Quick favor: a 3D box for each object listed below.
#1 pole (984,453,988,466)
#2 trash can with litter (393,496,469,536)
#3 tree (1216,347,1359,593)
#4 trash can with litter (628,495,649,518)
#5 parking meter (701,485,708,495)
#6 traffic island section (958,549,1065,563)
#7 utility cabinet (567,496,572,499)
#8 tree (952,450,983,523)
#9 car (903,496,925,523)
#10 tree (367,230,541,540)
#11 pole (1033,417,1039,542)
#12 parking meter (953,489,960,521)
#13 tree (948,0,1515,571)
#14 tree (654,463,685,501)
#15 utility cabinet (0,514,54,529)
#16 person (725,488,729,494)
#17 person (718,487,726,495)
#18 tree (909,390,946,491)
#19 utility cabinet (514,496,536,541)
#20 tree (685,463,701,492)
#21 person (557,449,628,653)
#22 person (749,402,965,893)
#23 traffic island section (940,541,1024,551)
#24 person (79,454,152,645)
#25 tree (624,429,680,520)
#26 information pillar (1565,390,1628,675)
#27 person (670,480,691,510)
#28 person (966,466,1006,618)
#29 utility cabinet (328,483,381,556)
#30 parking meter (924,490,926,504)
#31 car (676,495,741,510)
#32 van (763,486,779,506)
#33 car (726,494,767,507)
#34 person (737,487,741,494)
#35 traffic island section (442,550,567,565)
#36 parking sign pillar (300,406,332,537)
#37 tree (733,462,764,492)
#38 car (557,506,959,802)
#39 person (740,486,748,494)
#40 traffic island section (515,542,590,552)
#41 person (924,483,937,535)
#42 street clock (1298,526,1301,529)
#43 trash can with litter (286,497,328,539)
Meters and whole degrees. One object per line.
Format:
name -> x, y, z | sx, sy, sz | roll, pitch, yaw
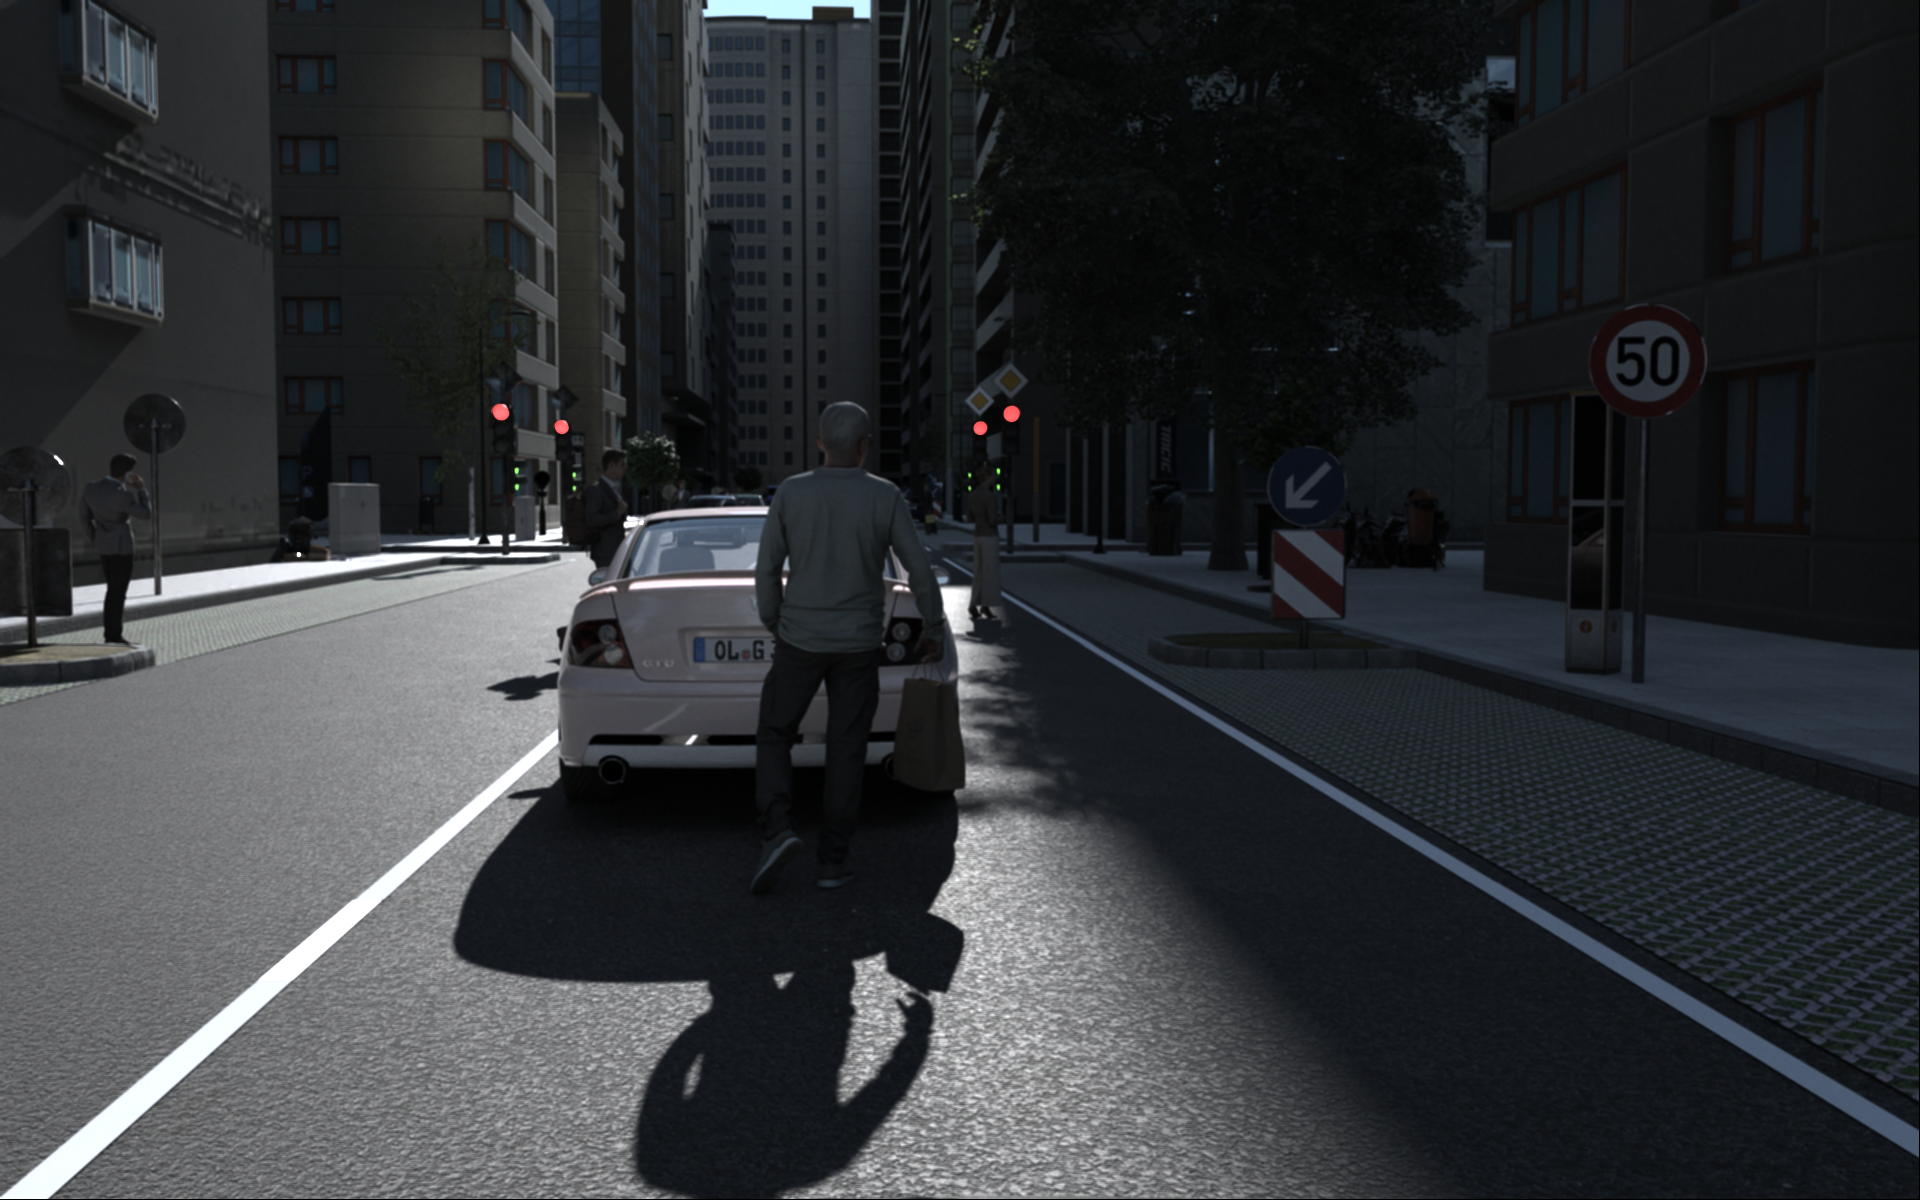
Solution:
pole -> 1.292, -5.621, 85.742 | 0.158, 3.312, 0.155 | 0, 3, 0
trash can with litter -> -16.345, -2.618, 53.858 | 2.233, 1.210, 1.678 | 1, 4, 22
tree -> 4.439, -1.723, 22.767 | 1.663, 3.219, 1.824 | 0, 3, 0
trash can with litter -> -17.364, -5.048, 93.594 | 2.233, 1.210, 1.678 | 0, 4, -3
parking meter -> -16.983, -6.693, 115.135 | 0.399, 1.863, 0.255 | 2, 4, 24
traffic island section -> 1.097, -0.911, 37.172 | 2.009, 0.180, 2.903 | 0, 4, -4
utility cabinet -> -12.929, -2.848, 57.728 | 0.306, 1.237, 1.020 | 0, 4, 6
tree -> 0.348, -5.030, 76.834 | 1.663, 3.219, 1.824 | 0, 3, 0
car -> -2.583, -4.499, 86.146 | 1.945, 1.354, 3.894 | 0, 4, -4
tree -> -13.757, -5.956, 47.738 | 4.737, 8.622, 4.395 | 0, 3, 0
pole -> 2.027, -3.190, 45.993 | 0.158, 3.312, 0.155 | 0, 3, 0
parking meter -> -0.149, -4.591, 83.474 | 0.372, 1.533, 0.369 | 0, 3, 0
tree -> 4.443, -7.477, 28.897 | 9.857, 13.997, 8.962 | 0, 3, 0
tree -> -16.516, -6.261, 96.964 | 1.663, 3.219, 1.824 | 0, 3, 0
utility cabinet -> -10.793, -0.512, 19.534 | 0.306, 1.237, 1.020 | 3, 5, 39
person -> -14.364, -6.020, 107.146 | 0.641, 1.798, 0.478 | 0, 4, -6
person -> -12.704, -5.278, 95.017 | 1.509, 1.804, 0.699 | 2, 4, 29
tree -> -1.863, -10.592, 123.545 | 4.360, 8.622, 3.978 | 0, 3, 0
utility cabinet -> -12.082, -2.258, 48.087 | 0.306, 1.237, 1.020 | -2, 4, -31
tree -> -17.071, -6.876, 107.024 | 1.663, 3.219, 1.824 | 0, 3, 0
person -> -3.149, -0.422, 15.369 | 0.822, 1.834, 0.622 | 0, 4, -6
person -> -0.374, 0.163, 6.326 | 0.782, 1.767, 0.515 | 0, 4, -4
traffic island section -> 0.527, -1.398, 45.137 | 2.009, 0.180, 2.903 | 0, 4, -4
person -> -7.850, -0.456, 16.132 | 0.592, 1.802, 0.473 | 3, 4, 36
tree -> -15.562, -6.318, 87.021 | 4.285, 4.588, 4.351 | 0, 3, 0
information pillar -> 4.561, -0.484, 12.411 | 0.304, 2.012, 0.304 | 3, 5, 44
person -> -8.198, -2.595, 50.891 | 0.622, 1.834, 0.822 | -1, 4, -14
person -> 0.327, -0.669, 19.983 | 0.362, 1.759, 0.519 | -3, 4, -36
utility cabinet -> -12.599, -1.675, 36.073 | 0.318, 1.500, 1.173 | 2, 4, 23
parking meter -> -1.982, -5.833, 101.080 | 0.255, 1.863, 0.399 | 0, 4, 1
car -> -6.812, -2.190, 47.804 | 2.014, 1.417, 4.499 | 0, 4, -4
van -> -13.167, -7.447, 126.144 | 2.240, 2.365, 5.245 | 0, 4, -6
car -> -6.846, -2.604, 54.367 | 2.131, 1.459, 4.920 | 0, 4, -6
person -> -11.612, -5.099, 92.044 | 0.590, 1.801, 0.661 | 0, 4, 6
traffic island section -> -9.568, -0.865, 36.416 | 2.009, 0.180, 2.903 | 0, 4, -4
parking sign pillar -> -19.536, -3.920, 52.562 | 1.447, 3.967, 1.447 | 0, 4, 3
tree -> -21.788, -11.880, 177.949 | 4.285, 4.588, 4.351 | 0, 3, 0
car -> -1.049, 0.175, 9.504 | 2.083, 1.381, 4.827 | 0, 4, -5
person -> -9.606, -4.167, 76.972 | 0.623, 1.781, 0.721 | 0, 3, 0
traffic island section -> -10.138, -1.352, 44.381 | 2.009, 0.180, 2.903 | 0, 4, -4
person -> -1.041, -3.181, 60.719 | 0.699, 1.804, 1.509 | 1, 4, 14
street clock -> 7.247, -1.960, 36.611 | 0.471, 2.002, 0.358 | 0, 4, 3
trash can with litter -> -18.775, -2.322, 49.030 | 1.678, 1.210, 2.233 | -1, 4, -22
